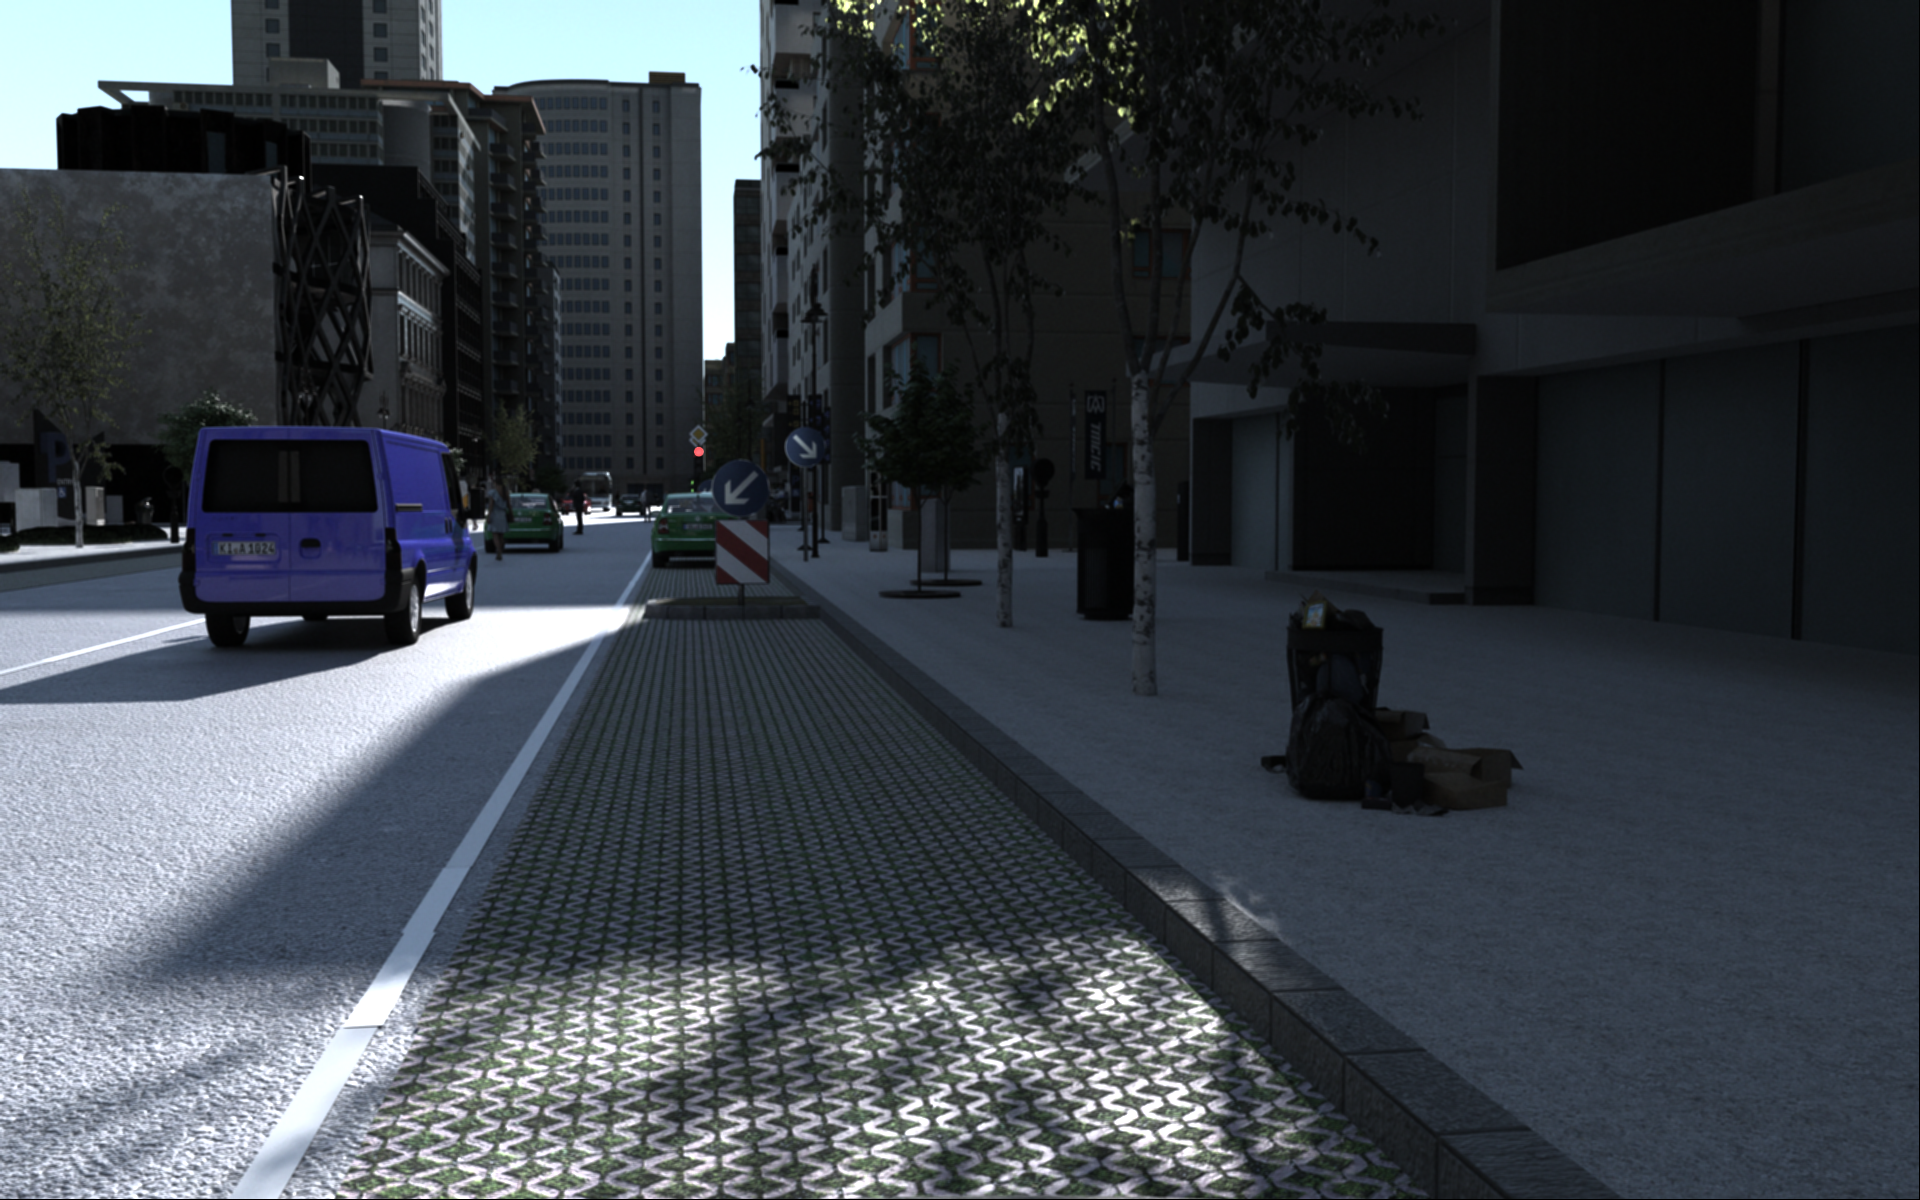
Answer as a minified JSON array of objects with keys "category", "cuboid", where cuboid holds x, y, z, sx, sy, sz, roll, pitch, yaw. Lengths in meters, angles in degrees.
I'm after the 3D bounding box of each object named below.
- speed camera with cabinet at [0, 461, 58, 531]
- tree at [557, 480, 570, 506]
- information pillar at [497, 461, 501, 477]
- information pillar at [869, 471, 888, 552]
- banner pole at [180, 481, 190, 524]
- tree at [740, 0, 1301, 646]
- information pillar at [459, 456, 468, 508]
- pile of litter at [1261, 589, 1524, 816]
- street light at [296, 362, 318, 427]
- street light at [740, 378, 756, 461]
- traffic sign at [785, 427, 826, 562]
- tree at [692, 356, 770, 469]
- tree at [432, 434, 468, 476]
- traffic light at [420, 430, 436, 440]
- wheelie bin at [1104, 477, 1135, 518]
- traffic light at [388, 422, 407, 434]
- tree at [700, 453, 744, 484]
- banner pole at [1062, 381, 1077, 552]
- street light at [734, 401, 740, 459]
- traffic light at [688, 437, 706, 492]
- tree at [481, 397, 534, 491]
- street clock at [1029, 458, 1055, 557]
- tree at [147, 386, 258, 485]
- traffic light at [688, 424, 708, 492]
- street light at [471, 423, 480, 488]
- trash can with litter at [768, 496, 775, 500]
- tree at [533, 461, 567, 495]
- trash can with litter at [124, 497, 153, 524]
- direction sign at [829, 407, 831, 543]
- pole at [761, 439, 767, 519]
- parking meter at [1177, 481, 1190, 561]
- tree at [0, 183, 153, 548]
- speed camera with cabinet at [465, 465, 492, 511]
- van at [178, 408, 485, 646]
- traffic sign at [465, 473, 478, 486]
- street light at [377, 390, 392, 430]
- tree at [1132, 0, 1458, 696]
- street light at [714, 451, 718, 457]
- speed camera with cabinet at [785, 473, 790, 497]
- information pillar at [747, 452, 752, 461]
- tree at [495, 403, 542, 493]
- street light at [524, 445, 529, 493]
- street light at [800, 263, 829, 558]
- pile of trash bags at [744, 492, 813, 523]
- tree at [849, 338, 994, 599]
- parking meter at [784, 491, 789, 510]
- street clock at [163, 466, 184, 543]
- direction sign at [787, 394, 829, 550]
[{"category":"speed camera with cabinet","cuboid":[-26.264,-3.311,48.466,2.038,3.252,0.660,1,4,20]},{"category":"tree","cuboid":[-44.160,-12.056,191.712,1.663,3.219,1.824,0,3,0]},{"category":"information pillar","cuboid":[-32.982,-8.109,123.935,0.183,3.616,0.504,-2,4,-35]},{"category":"information pillar","cuboid":[-1.822,-2.094,38.726,0.304,2.012,0.304,2,4,31]},{"category":"banner pole","cuboid":[-32.950,-5.132,73.923,0.401,3.779,0.863,2,4,29]},{"category":"tree","cuboid":[0.212,-4.037,16.365,4.360,8.622,3.978,0,3,0]},{"category":"information pillar","cuboid":[-30.507,-7.034,106.360,0.504,3.616,0.183,-1,4,-20]},{"category":"pile of litter","cuboid":[1.912,0.380,7.749,1.176,0.858,1.719,1,4,18]},{"category":"street light","cuboid":[-22.961,-5.392,60.944,0.468,5.910,1.993,-1,4,-9]},{"category":"street light","cuboid":[-8.389,-5.896,69.180,0.468,5.910,1.993,-1,4,-9]},{"category":"traffic sign","cuboid":[-2.931,-2.004,32.872,0.768,2.556,0.104,0,4,-7]},{"category":"tree","cuboid":[-11.963,-8.644,91.699,4.737,8.622,4.395,0,3,0]},{"category":"tree","cuboid":[-28.283,-6.711,93.444,4.285,4.588,4.351,0,3,0]},{"category":"traffic light","cuboid":[-23.289,-5.315,75.826,0.839,4.253,0.868,-1,4,-9]},{"category":"wheelie bin","cuboid":[3.142,-1.549,33.233,0.693,1.594,0.980,0,4,-2]},{"category":"traffic light","cuboid":[-22.047,-4.833,67.938,0.839,4.253,0.868,-1,4,-9]},{"category":"tree","cuboid":[-16.702,-8.642,125.015,4.285,4.588,4.351,0,3,0]},{"category":"banner pole","cuboid":[2.479,-2.942,38.122,0.401,3.779,0.863,0,4,-5]},{"category":"street light","cuboid":[-10.821,-6.860,84.951,0.468,5.910,1.993,-1,4,-9]},{"category":"traffic light","cuboid":[-11.772,-5.427,77.649,0.839,4.253,0.868,-1,4,-9]},{"category":"tree","cuboid":[-34.262,-11.083,131.565,4.737,8.622,4.395,0,3,0]},{"category":"street clock","cuboid":[1.667,-1.875,35.234,0.471,2.002,0.358,-2,4,-24]},{"category":"tree","cuboid":[-22.758,-4.207,52.493,4.285,4.588,4.351,0,3,0]},{"category":"traffic light","cuboid":[-10.530,-4.944,69.760,0.839,4.253,0.868,-1,4,-9]},{"category":"street light","cuboid":[-30.769,-8.397,110.071,0.468,5.910,1.993,-1,4,-9]},{"category":"trash can with litter","cuboid":[-10.324,-5.115,95.009,0.624,1.170,1.055,-1,4,-17]},{"category":"tree","cuboid":[-40.425,-11.451,170.943,4.285,4.588,4.351,0,3,0]},{"category":"trash can with litter","cuboid":[-29.764,-3.135,62.647,1.055,1.170,0.624,0,4,-5]},{"category":"direction sign","cuboid":[-3.588,-3.257,45.254,0.379,3.537,0.876,-2,4,-31]},{"category":"pole","cuboid":[-7.252,-4.291,63.998,0.158,3.312,0.155,0,3,0]},{"category":"parking meter","cuboid":[4.355,-1.517,33.207,0.372,1.533,0.369,0,3,0]},{"category":"tree","cuboid":[-21.117,-5.541,40.965,4.360,8.622,3.978,0,3,0]},{"category":"speed camera with cabinet","cuboid":[-33.287,-7.670,119.747,2.038,3.252,0.660,2,4,29]},{"category":"van","cuboid":[-6.332,-0.835,18.042,2.240,2.365,5.245,0,4,-7]},{"category":"traffic sign","cuboid":[-29.870,-6.471,105.900,0.768,2.556,0.104,0,4,0]},{"category":"street light","cuboid":[-25.430,-6.351,76.628,0.468,5.910,1.993,-1,4,-9]},{"category":"tree","cuboid":[1.291,-3.685,10.615,4.360,8.622,3.978,0,3,0]},{"category":"street light","cuboid":[-21.342,-10.953,151.862,0.468,5.910,1.993,-1,4,-9]},{"category":"speed camera with cabinet","cuboid":[-14.012,-9.209,144.897,0.660,3.252,2.038,3,5,39]},{"category":"information pillar","cuboid":[-11.592,-6.365,95.429,0.183,3.616,0.504,-3,4,-36]},{"category":"tree","cuboid":[-35.876,-11.595,139.947,4.360,8.622,3.978,0,3,0]},{"category":"street light","cuboid":[-36.088,-10.471,143.996,0.468,5.910,1.993,-1,4,-9]},{"category":"street light","cuboid":[-2.932,-3.799,34.902,0.468,5.910,1.993,-1,4,-9]},{"category":"pile of trash bags","cuboid":[-8.242,-4.178,78.064,3.447,1.369,1.912,0,4,-4]},{"category":"tree","cuboid":[-0.560,-1.661,21.765,1.663,3.219,1.824,0,3,0]},{"category":"parking meter","cuboid":[-14.020,-8.055,140.109,0.372,1.533,0.369,0,3,0]},{"category":"street clock","cuboid":[-20.569,-2.492,45.320,0.471,2.002,0.358,-2,4,-32]},{"category":"direction sign","cuboid":[-3.541,-2.907,39.531,0.876,3.537,0.379,1,4,20]}]
